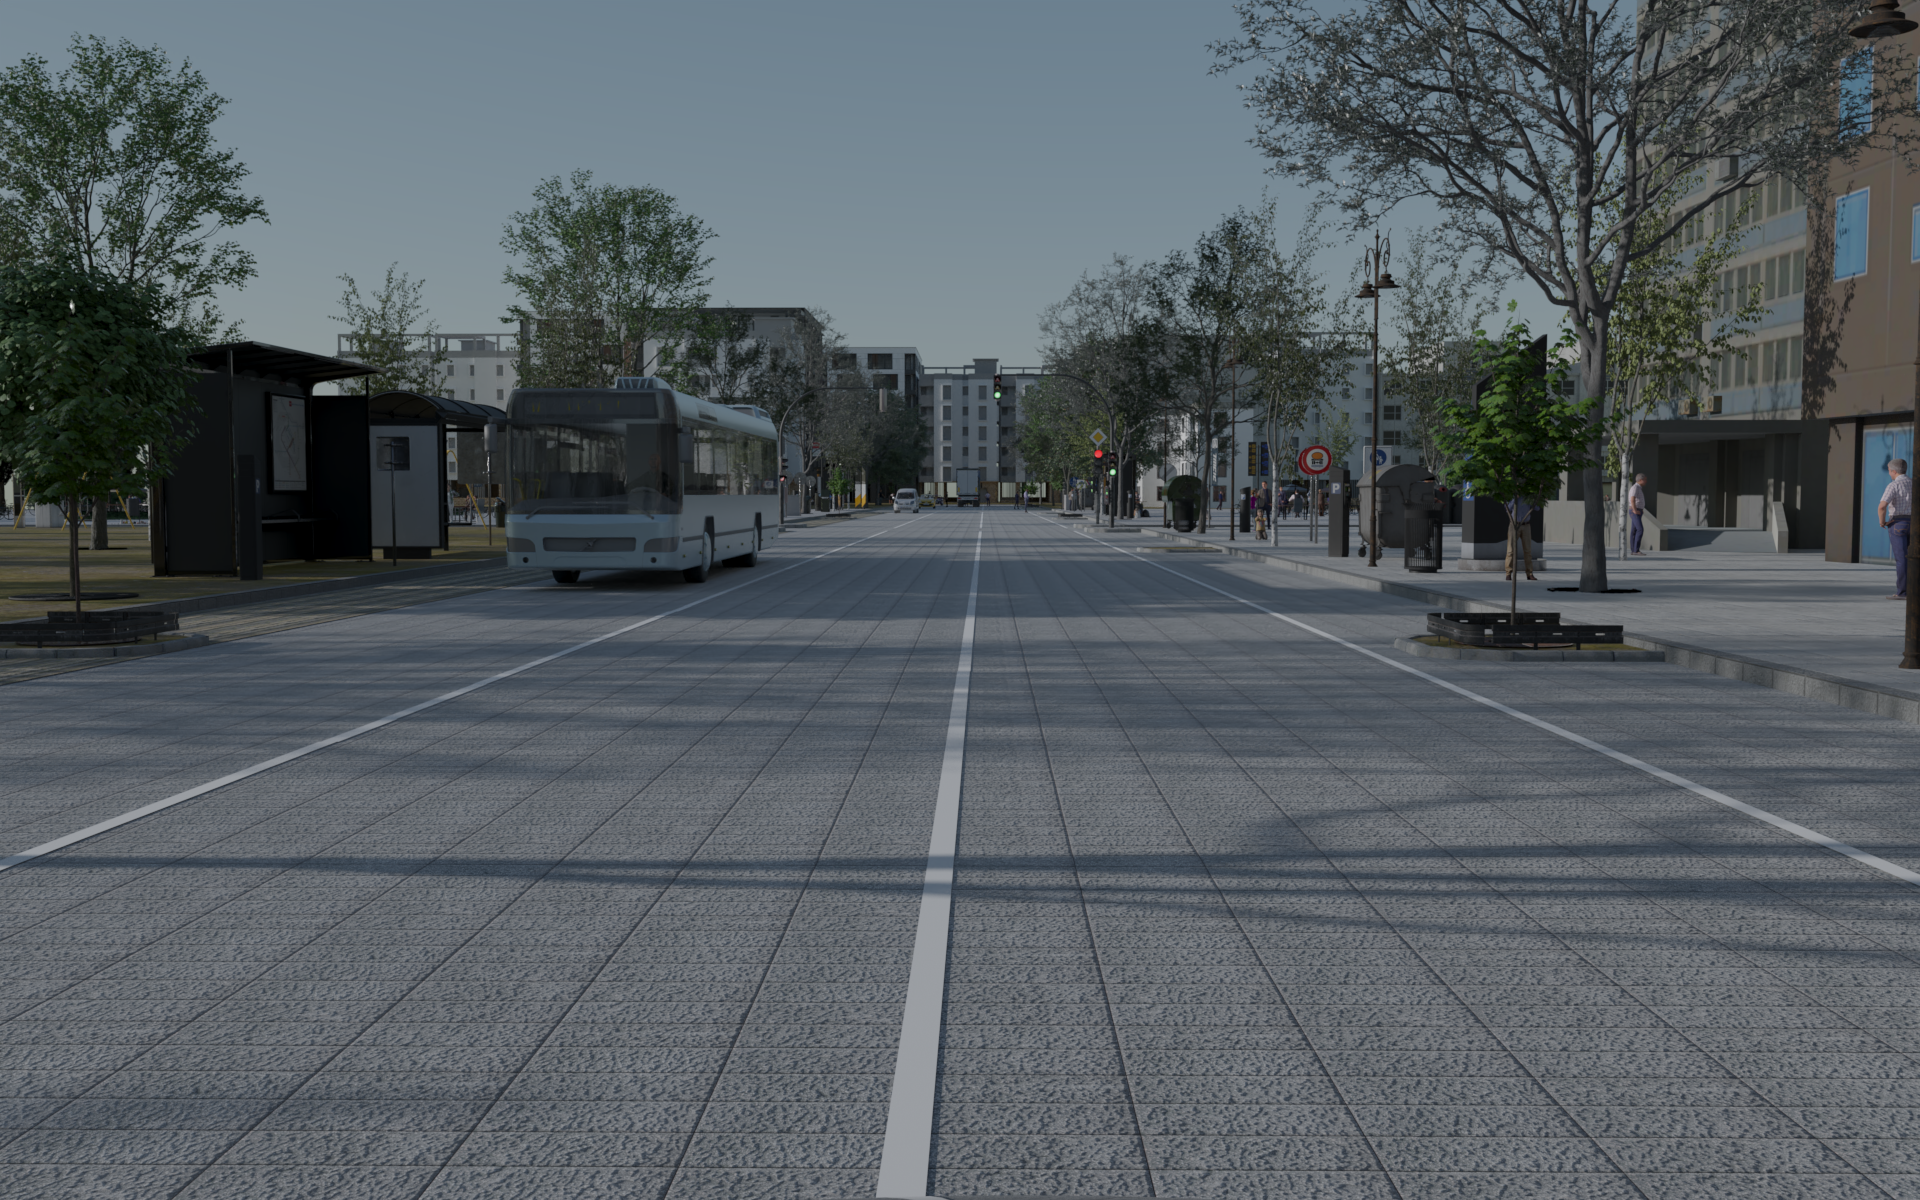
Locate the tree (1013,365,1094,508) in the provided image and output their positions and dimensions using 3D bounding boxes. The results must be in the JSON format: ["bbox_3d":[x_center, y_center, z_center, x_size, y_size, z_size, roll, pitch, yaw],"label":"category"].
[{"bbox_3d":[9.773,-15.657,162.654,9.857,13.997,8.962,0,3,0],"label":"tree"}]

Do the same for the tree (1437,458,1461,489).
[{"bbox_3d":[41.665,-9.897,145.526,4.285,4.588,4.351,0,3,0],"label":"tree"}]

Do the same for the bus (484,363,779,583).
[{"bbox_3d":[-5.277,-2.195,30.747,2.948,3.499,13.247,0,4,1],"label":"bus"}]

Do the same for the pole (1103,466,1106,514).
[{"bbox_3d":[9.186,-7.095,109.841,0.158,3.312,0.155,0,3,0],"label":"pole"}]

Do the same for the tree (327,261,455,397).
[{"bbox_3d":[-18.490,-6.438,55.626,4.737,8.622,4.395,0,3,0],"label":"tree"}]

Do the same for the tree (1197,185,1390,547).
[{"bbox_3d":[7.951,-5.614,42.156,4.360,8.622,3.978,0,3,0],"label":"tree"}]

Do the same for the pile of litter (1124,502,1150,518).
[{"bbox_3d":[9.682,-4.948,94.863,1.719,0.858,1.176,0,4,-7],"label":"pile of litter"}]

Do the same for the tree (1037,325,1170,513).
[{"bbox_3d":[9.742,-12.248,117.266,9.611,12.733,9.660,0,3,0],"label":"tree"}]

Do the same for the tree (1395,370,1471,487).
[{"bbox_3d":[35.471,-11.692,125.582,8.767,10.594,7.601,3,5,43],"label":"tree"}]

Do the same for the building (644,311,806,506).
[{"bbox_3d":[-24.361,-19.991,183.279,16.016,20.091,11.380,0,4,1],"label":"building"}]

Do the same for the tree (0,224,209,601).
[{"bbox_3d":[-11.011,-2.294,21.218,4.285,4.588,4.351,0,3,0],"label":"tree"}]

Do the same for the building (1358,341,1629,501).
[{"bbox_3d":[64.377,-20.928,208.632,31.486,18.905,16.747,0,4,1],"label":"building"}]

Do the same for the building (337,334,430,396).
[{"bbox_3d":[-67.141,-21.651,210.414,11.380,20.091,16.016,0,4,1],"label":"building"}]

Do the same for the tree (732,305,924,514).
[{"bbox_3d":[-9.914,-12.293,111.364,12.009,13.543,11.850,0,3,0],"label":"tree"}]

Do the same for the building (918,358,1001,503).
[{"bbox_3d":[-0.201,-23.945,247.917,11.380,20.091,16.016,0,4,1],"label":"building"}]

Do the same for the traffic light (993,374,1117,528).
[{"bbox_3d":[3.632,-5.553,65.455,4.771,5.953,1.251,0,4,1],"label":"traffic light"}]

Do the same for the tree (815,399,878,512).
[{"bbox_3d":[-9.097,-10.822,127.308,4.360,8.622,3.978,0,3,0],"label":"tree"}]

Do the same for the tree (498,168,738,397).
[{"bbox_3d":[-10.811,-7.916,55.188,9.928,11.665,9.643,0,3,0],"label":"tree"}]

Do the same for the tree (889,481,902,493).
[{"bbox_3d":[-8.259,-13.630,217.451,1.663,3.219,1.824,0,3,0],"label":"tree"}]

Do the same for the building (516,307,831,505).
[{"bbox_3d":[-33.048,-22.007,203.781,32.646,21.610,27.936,0,4,1],"label":"building"}]

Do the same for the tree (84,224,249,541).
[{"bbox_3d":[-21.995,-5.927,47.272,4.737,8.622,4.395,0,3,0],"label":"tree"}]

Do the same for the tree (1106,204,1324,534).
[{"bbox_3d":[8.134,-7.412,55.597,7.601,10.594,8.767,1,4,13],"label":"tree"}]

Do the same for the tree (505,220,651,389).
[{"bbox_3d":[-10.563,-5.930,47.311,4.360,8.622,3.978,0,3,0],"label":"tree"}]

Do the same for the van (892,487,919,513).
[{"bbox_3d":[-3.997,-7.491,129.482,2.013,2.044,4.112,0,4,3],"label":"van"}]

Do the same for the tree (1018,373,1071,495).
[{"bbox_3d":[8.903,-13.345,143.948,9.928,11.665,9.643,0,3,0],"label":"tree"}]

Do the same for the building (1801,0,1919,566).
[{"bbox_3d":[22.942,-22.920,24.852,14.600,45.320,14.200,0,4,1],"label":"building"}]

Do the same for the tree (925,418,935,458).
[{"bbox_3d":[-7.707,-18.578,210.401,9.857,13.997,8.962,0,3,0],"label":"tree"}]

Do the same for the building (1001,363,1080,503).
[{"bbox_3d":[11.182,-23.950,248.003,11.380,20.091,16.016,0,4,1],"label":"building"}]

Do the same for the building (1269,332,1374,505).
[{"bbox_3d":[42.478,-21.512,208.133,11.380,20.091,16.016,0,4,1],"label":"building"}]

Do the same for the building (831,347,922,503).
[{"bbox_3d":[-22.224,-25.125,254.759,32.646,21.610,27.936,0,4,1],"label":"building"}]

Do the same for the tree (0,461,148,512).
[{"bbox_3d":[-64.962,-13.848,128.227,13.155,14.587,18.604,-1,4,-11],"label":"tree"}]

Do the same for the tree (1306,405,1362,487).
[{"bbox_3d":[30.818,-11.755,142.557,4.737,8.622,4.395,0,3,0],"label":"tree"}]

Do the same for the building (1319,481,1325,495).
[{"bbox_3d":[65.876,-23.340,248.062,31.486,18.905,16.747,0,4,1],"label":"building"}]

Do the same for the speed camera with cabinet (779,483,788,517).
[{"bbox_3d":[-9.983,-6.217,95.988,0.660,3.252,2.038,-1,4,-14],"label":"speed camera with cabinet"}]

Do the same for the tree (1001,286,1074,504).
[{"bbox_3d":[8.143,-10.793,86.836,12.009,13.543,11.850,0,3,0],"label":"tree"}]

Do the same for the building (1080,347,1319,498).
[{"bbox_3d":[33.813,-25.095,254.272,32.646,21.610,27.936,0,4,1],"label":"building"}]

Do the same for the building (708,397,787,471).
[{"bbox_3d":[-20.799,-13.560,163.857,9.099,9.664,28.070,0,4,1],"label":"building"}]

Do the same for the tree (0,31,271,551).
[{"bbox_3d":[-19.670,-6.956,39.479,9.928,11.665,9.643,0,3,0],"label":"tree"}]

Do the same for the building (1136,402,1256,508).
[{"bbox_3d":[22.493,-14.036,171.640,9.099,9.664,28.070,0,4,1],"label":"building"}]

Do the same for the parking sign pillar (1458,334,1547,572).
[{"bbox_3d":[9.192,-2.495,29.266,1.447,3.967,1.447,-1,4,-12],"label":"parking sign pillar"}]

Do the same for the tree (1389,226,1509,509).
[{"bbox_3d":[12.933,-5.925,47.233,4.360,8.622,3.978,0,3,0],"label":"tree"}]

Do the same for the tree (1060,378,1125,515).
[{"bbox_3d":[8.514,-9.491,105.548,4.737,8.622,4.395,0,3,0],"label":"tree"}]

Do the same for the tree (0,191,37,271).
[{"bbox_3d":[-31.990,-8.687,52.400,12.009,13.543,11.850,0,3,0],"label":"tree"}]

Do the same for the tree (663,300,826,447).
[{"bbox_3d":[-10.557,-9.060,82.542,8.767,10.594,7.601,0,4,-5],"label":"tree"}]

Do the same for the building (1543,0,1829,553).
[{"bbox_3d":[31.938,-21.562,44.418,32.217,40.220,23.993,0,4,1],"label":"building"}]

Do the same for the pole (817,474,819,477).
[{"bbox_3d":[-11.364,-8.873,138.917,0.158,3.312,0.155,0,3,0],"label":"pole"}]

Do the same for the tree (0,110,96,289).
[{"bbox_3d":[-18.553,-5.017,32.395,4.360,8.622,3.978,0,3,0],"label":"tree"}]

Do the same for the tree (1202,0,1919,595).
[{"bbox_3d":[8.252,-6.853,22.419,12.009,13.543,11.850,0,3,0],"label":"tree"}]

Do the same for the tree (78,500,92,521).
[{"bbox_3d":[-41.522,-5.339,81.896,1.663,3.219,1.824,0,3,0],"label":"tree"}]

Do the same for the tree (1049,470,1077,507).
[{"bbox_3d":[10.582,-11.765,176.074,4.285,4.588,4.351,0,3,0],"label":"tree"}]

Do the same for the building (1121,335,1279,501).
[{"bbox_3d":[26.003,-20.463,201.034,16.747,18.905,31.486,0,4,1],"label":"building"}]

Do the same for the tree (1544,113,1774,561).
[{"bbox_3d":[13.023,-5.066,33.194,4.737,8.622,4.395,0,3,0],"label":"tree"}]

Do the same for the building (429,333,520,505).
[{"bbox_3d":[-55.702,-21.632,210.106,11.380,20.091,16.016,0,4,1],"label":"building"}]

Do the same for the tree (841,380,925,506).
[{"bbox_3d":[-9.271,-17.509,192.928,9.857,13.997,8.962,0,3,0],"label":"tree"}]

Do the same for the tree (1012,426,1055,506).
[{"bbox_3d":[10.047,-15.438,186.824,8.767,10.594,7.601,-1,4,-12],"label":"tree"}]
